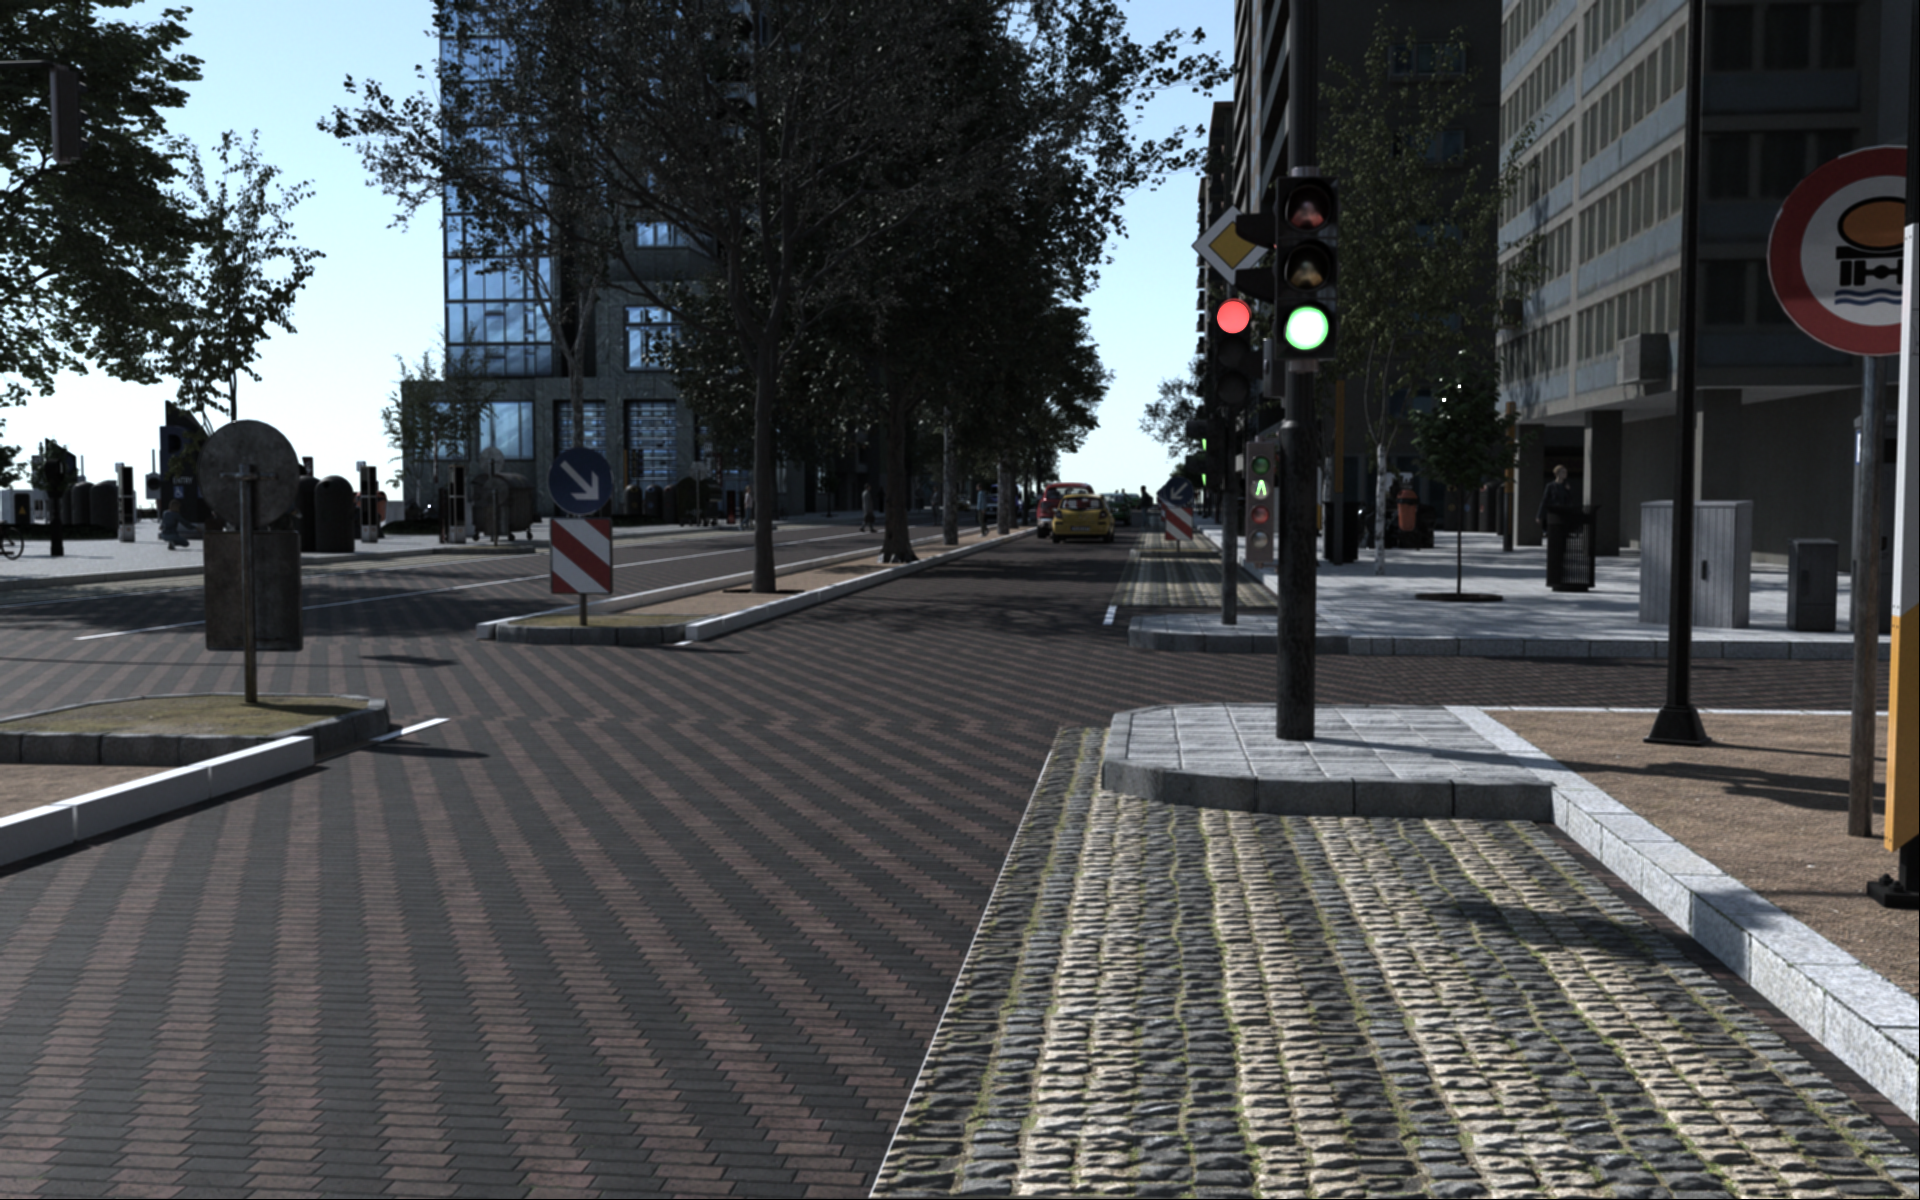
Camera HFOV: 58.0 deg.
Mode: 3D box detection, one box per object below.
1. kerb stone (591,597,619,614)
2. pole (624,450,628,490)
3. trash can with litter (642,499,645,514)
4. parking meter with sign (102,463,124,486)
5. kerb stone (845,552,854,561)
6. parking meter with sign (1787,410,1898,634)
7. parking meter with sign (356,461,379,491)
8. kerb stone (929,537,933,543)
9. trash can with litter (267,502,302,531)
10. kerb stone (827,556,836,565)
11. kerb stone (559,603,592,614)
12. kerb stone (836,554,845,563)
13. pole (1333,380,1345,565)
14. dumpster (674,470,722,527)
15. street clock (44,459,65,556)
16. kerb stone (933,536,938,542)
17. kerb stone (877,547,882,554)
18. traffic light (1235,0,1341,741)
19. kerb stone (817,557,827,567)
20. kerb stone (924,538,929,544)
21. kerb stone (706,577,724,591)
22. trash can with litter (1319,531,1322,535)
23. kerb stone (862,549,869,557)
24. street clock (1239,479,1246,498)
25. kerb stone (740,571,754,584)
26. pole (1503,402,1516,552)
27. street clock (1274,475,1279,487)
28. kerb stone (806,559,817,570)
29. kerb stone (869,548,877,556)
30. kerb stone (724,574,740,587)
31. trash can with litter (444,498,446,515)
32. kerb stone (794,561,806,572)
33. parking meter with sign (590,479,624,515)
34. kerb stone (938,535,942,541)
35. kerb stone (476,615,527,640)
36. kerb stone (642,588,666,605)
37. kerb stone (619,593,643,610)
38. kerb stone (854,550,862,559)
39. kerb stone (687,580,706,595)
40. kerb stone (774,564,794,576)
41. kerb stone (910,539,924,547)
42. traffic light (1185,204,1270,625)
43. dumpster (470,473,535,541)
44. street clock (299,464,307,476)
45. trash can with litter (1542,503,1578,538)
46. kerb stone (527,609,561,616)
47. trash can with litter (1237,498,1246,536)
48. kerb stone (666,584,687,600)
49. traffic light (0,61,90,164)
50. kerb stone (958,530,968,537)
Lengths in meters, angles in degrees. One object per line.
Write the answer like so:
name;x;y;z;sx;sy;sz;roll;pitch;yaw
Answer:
kerb stone;-4.296;0.098;20.613;0.120;0.150;1.000;0;4;6
pole;-15.298;-5.226;79.293;0.158;3.312;0.155;0;3;0
trash can with litter;-15.746;-4.587;86.379;1.055;1.170;0.624;3;5;40
parking meter with sign;-46.801;-6.055;95.257;0.543;3.016;1.738;1;4;17
kerb stone;-2.467;-0.900;36.935;0.120;0.150;1.000;0;4;6
parking meter with sign;8.655;-1.207;15.996;1.738;3.016;0.543;1;4;12
parking meter with sign;-31.394;-5.886;92.490;0.543;3.016;1.738;1;4;20
kerb stone;-0.971;-1.707;50.191;0.120;0.150;1.000;0;4;6
trash can with litter;-13.788;-1.452;35.120;0.624;1.170;1.055;0;4;-5
kerb stone;-2.698;-0.776;34.890;0.120;0.150;1.000;0;4;6
kerb stone;-4.414;0.160;19.589;0.120;0.150;1.000;0;4;6
kerb stone;-2.586;-0.832;35.920;0.120;0.150;1.000;0;4;6
pole;6.810;-2.279;31.113;0.158;3.312;0.155;0;3;0
dumpster;-10.382;-4.045;68.636;1.502;2.255;1.985;0;4;6
street clock;-18.792;-1.922;35.992;0.358;2.002;0.471;0;4;-7
kerb stone;-0.857;-1.774;51.206;0.120;0.150;1.000;0;4;6
kerb stone;-2.009;-1.147;41.012;0.120;0.150;1.000;0;4;6
traffic light;-0.348;-2.107;9.113;4.771;5.953;1.251;0;4;6
kerb stone;-2.806;-0.710;33.867;0.120;0.150;1.000;0;4;6
kerb stone;-1.083;-1.650;49.167;0.120;0.150;1.000;0;4;6
kerb stone;-3.731;-0.215;25.708;0.120;0.150;1.000;0;4;6
trash can with litter;11.140;-2.631;54.079;1.678;1.210;2.233;3;4;36
kerb stone;-2.237;-1.025;38.980;0.120;0.150;1.000;0;4;6
street clock;13.289;-4.680;81.084;0.358;2.002;0.471;-1;4;-21
kerb stone;-3.505;-0.339;27.740;0.120;0.150;1.000;0;4;6
pole;12.198;-2.728;38.452;0.158;3.312;0.155;0;3;0
street clock;11.588;-3.661;64.435;0.471;2.002;0.358;-2;4;-27
kerb stone;-2.926;-0.650;32.846;0.120;0.150;1.000;0;4;6
kerb stone;-2.117;-1.089;39.995;0.120;0.150;1.000;0;4;6
kerb stone;-3.614;-0.277;26.724;0.120;0.150;1.000;0;4;6
trash can with litter;-27.372;-4.905;91.580;1.055;1.170;0.624;3;5;41
kerb stone;-3.033;-0.589;31.826;0.120;0.150;1.000;0;4;6
parking meter with sign;-17.291;-5.432;85.071;1.738;3.016;0.543;-1;4;-9
kerb stone;-0.744;-1.837;52.233;0.120;0.150;1.000;0;4;6
kerb stone;-4.651;0.284;17.553;0.120;0.150;1.000;0;4;6
kerb stone;-4.070;-0.027;22.644;0.120;0.150;1.000;0;4;6
kerb stone;-4.191;0.038;21.630;0.120;0.150;1.000;0;4;6
kerb stone;-2.356;-0.964;37.950;0.120;0.150;1.000;0;4;6
kerb stone;-3.847;-0.152;24.686;0.120;0.150;1.000;0;4;6
kerb stone;-3.157;-0.527;30.807;0.120;0.150;1.000;0;4;6
kerb stone;-1.205;-1.587;48.146;0.120;0.150;1.000;0;4;6
traffic light;2.633;-1.715;16.955;0.839;4.253;0.868;0;4;6
dumpster;-12.620;-2.569;47.756;1.264;1.857;1.865;0;4;6
street clock;-15.739;-2.231;41.051;0.358;2.002;0.471;3;5;43
trash can with litter;17.677;-2.465;51.362;1.678;1.210;2.233;-1;4;-13
kerb stone;-4.537;0.228;18.569;0.120;0.150;1.000;0;4;6
trash can with litter;8.668;-2.500;52.265;0.624;1.170;1.055;3;5;41
kerb stone;-3.962;-0.090;23.661;0.120;0.150;1.000;0;4;6
traffic light;-11.738;-2.686;18.586;4.771;5.953;1.251;0;4;6
kerb stone;0.059;-2.273;59.360;0.120;0.150;1.000;0;4;6
